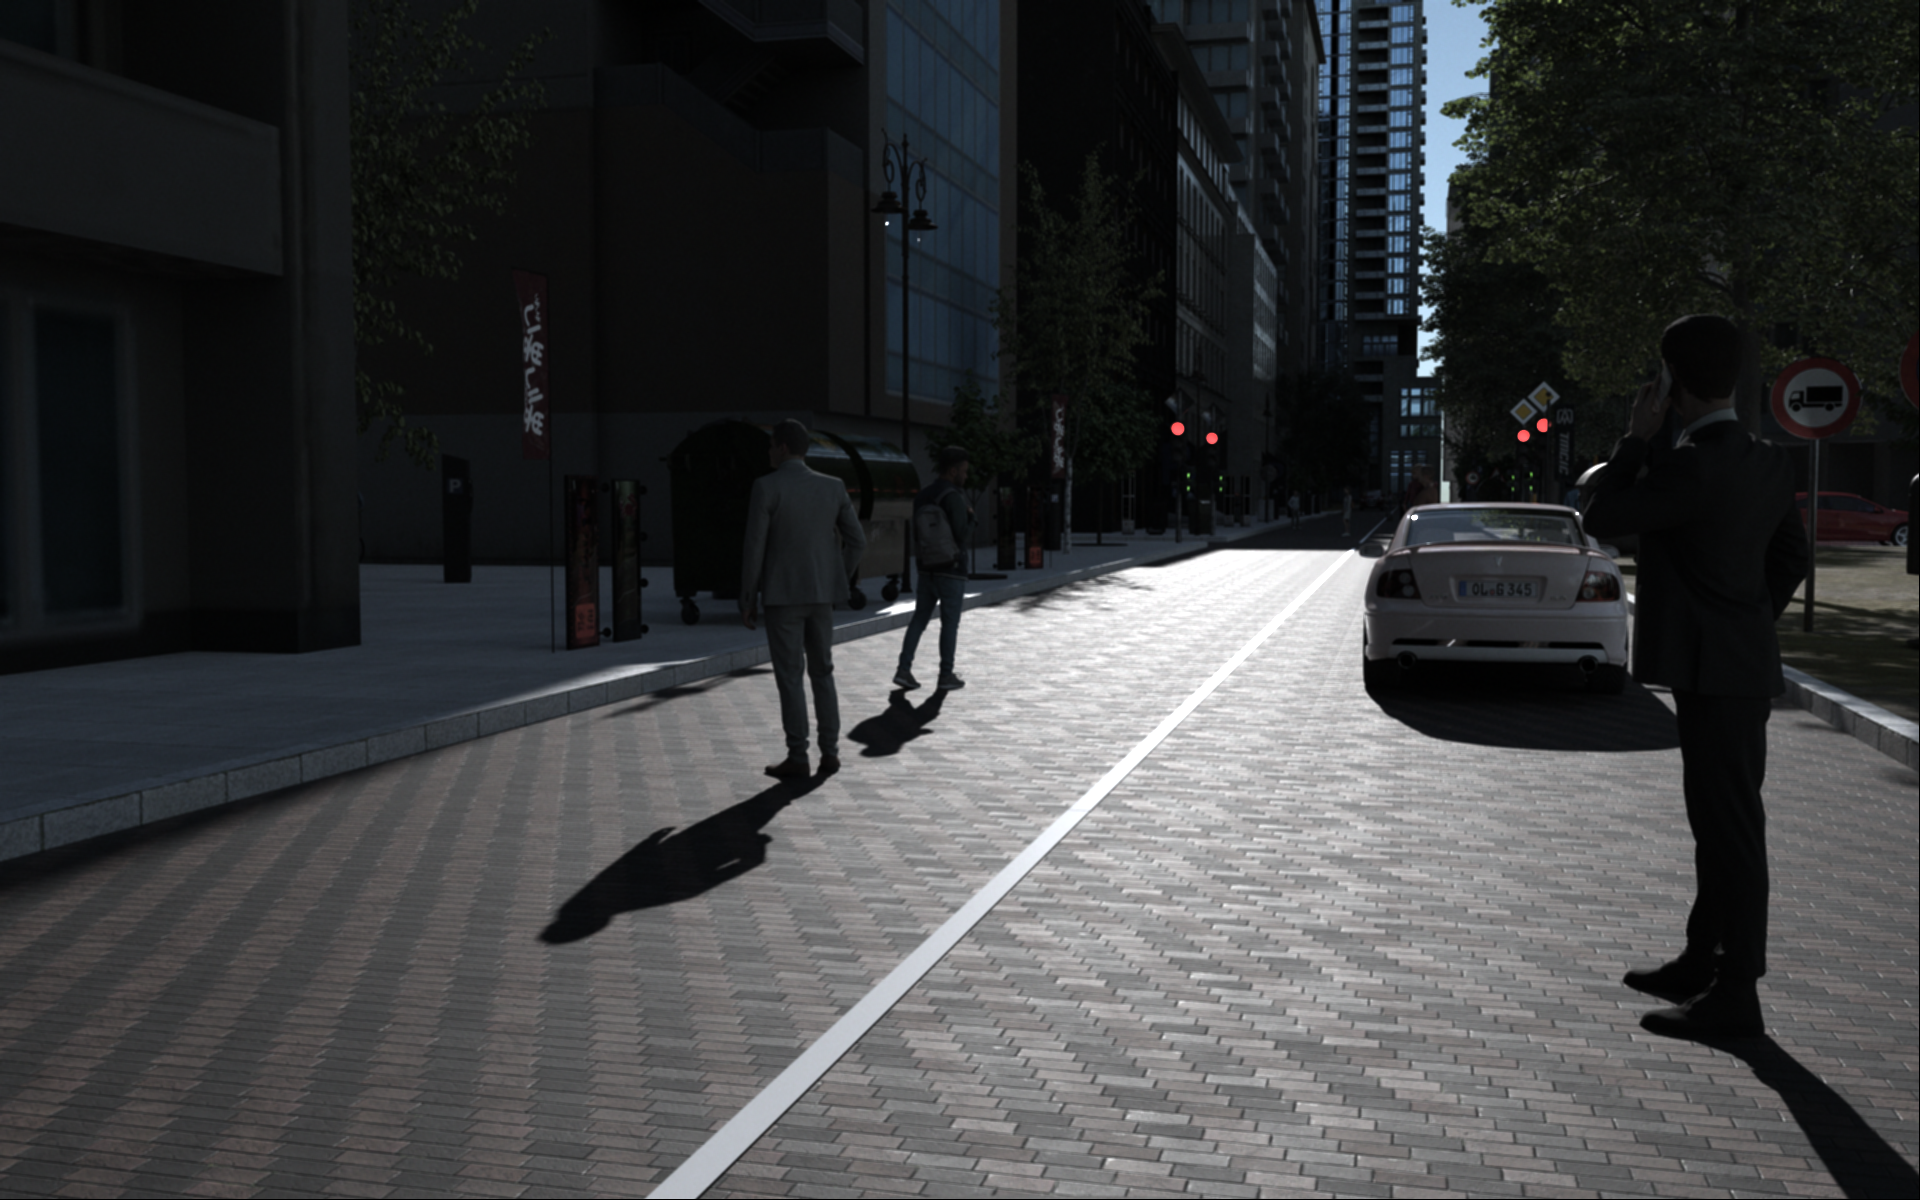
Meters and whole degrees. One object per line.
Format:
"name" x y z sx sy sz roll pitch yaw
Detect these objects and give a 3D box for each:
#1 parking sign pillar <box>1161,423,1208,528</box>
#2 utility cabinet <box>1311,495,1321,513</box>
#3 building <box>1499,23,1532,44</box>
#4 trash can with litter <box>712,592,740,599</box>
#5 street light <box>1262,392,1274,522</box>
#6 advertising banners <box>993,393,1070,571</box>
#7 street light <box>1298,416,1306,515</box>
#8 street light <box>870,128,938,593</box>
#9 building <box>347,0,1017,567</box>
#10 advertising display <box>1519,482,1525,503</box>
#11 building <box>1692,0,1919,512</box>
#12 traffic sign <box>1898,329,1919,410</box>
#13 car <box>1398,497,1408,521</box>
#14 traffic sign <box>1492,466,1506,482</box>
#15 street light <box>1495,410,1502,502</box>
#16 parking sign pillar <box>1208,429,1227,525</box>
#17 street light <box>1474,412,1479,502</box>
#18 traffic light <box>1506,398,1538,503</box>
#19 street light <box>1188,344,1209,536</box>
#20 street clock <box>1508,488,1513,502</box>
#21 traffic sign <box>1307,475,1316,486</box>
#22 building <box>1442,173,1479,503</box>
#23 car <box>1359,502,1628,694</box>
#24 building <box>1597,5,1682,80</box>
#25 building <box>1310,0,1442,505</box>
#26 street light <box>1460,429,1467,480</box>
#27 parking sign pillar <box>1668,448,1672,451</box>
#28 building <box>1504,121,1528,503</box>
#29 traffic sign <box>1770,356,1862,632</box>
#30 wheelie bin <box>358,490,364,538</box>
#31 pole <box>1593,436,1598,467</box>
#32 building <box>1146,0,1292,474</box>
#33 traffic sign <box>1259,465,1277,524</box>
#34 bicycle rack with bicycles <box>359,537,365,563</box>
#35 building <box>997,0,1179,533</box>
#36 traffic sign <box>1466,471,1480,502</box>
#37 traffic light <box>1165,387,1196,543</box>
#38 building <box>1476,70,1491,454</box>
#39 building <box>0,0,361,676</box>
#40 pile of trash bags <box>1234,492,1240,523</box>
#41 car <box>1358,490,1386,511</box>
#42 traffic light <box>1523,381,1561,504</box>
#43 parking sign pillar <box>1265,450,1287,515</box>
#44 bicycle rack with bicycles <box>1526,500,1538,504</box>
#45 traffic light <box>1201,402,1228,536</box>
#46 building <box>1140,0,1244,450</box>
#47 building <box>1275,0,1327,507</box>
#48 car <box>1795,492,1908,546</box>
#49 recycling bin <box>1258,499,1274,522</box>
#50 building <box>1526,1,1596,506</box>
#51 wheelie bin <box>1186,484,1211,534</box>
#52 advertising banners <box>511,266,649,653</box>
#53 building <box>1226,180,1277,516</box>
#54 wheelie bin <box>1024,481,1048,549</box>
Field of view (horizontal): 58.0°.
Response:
"parking sign pillar" 8.254 -4.705 65.394 1.447 3.967 1.447 3 5 39
"utility cabinet" 23.548 -6.380 115.479 1.020 1.237 0.306 1 4 14
"building" 52.863 -28.379 147.583 14.154 41.232 14.086 1 4 15
"trash can with litter" -2.886 -0.614 21.424 0.624 1.170 1.055 0 4 -6
"street light" 13.873 -6.451 78.268 0.468 5.910 1.993 1 4 15
"advertising banners" 1.248 -2.044 29.613 0.090 3.025 2.074 3 5 40
"street light" 20.287 -7.954 102.838 0.468 5.910 1.993 1 4 15
"street light" -0.702 -3.033 22.373 0.468 5.910 1.993 1 4 15
"building" -7.213 -23.654 36.858 14.200 45.320 14.600 1 4 15
"advertising display" 26.294 -4.640 81.080 0.123 1.923 0.974 2 4 28
"building" 39.345 -22.579 61.045 23.993 40.220 32.217 1 4 15
"traffic sign" 7.056 -0.745 12.287 0.768 2.556 0.104 1 4 21
"car" 24.968 -5.189 94.634 2.009 1.686 4.222 1 4 16
"traffic sign" 24.936 -4.927 80.567 0.884 2.594 0.081 1 4 16
"street light" 22.628 -6.099 72.509 0.468 5.910 1.993 1 4 15
"parking sign pillar" 10.371 -5.089 71.683 1.447 3.967 1.447 0 4 -4
"street light" 29.278 -7.656 97.971 0.468 5.910 1.993 1 4 15
"traffic light" 16.494 -3.788 50.860 0.839 4.253 0.868 1 4 15
"street light" 7.349 -4.935 53.472 0.468 5.910 1.993 1 4 15
"street clock" 30.622 -5.622 96.486 0.358 2.002 0.471 1 4 9
"traffic sign" 23.255 -7.048 115.236 0.884 2.594 0.081 1 4 23
"building" 66.663 -32.327 212.142 14.086 41.232 14.154 1 4 15
"car" 4.265 -0.100 13.993 2.083 1.381 4.827 1 4 15
"building" 39.774 -19.402 88.920 14.160 30.474 14.107 1 4 15
"building" 45.710 -55.535 220.668 31.000 86.520 22.319 1 4 15
"street light" 35.806 -9.195 123.133 0.468 5.910 1.993 1 4 15
"parking sign pillar" 34.158 -5.767 82.767 1.447 3.967 1.447 -3 5 -44
"building" 49.536 -22.161 134.040 14.160 30.474 14.107 1 4 15
"traffic sign" 7.918 -0.977 16.084 0.768 2.556 0.104 1 4 21
"wheelie bin" -8.377 -0.929 23.089 0.693 1.594 0.980 2 4 33
"pole" 22.467 -4.124 61.267 0.158 3.312 0.155 0 3 0
"building" 15.514 -32.062 143.817 23.786 49.044 30.456 1 4 15
"traffic sign" 13.340 -4.584 75.048 0.768 2.556 0.104 1 4 17
"bicycle rack with bicycles" -11.707 -1.004 29.804 2.925 0.926 2.852 -3 5 -40
"building" 1.013 -14.411 65.297 12.332 23.373 15.834 1 4 15
"traffic sign" 27.917 -5.761 94.294 0.768 2.556 0.104 1 4 16
"traffic light" 5.755 -3.453 45.381 0.839 4.253 0.868 1 4 15
"building" 56.209 -29.214 161.241 14.154 41.232 14.086 1 4 15
"building" -18.038 -23.368 5.762 21.300 48.544 21.600 1 4 15
"pile of trash bags" 12.292 -4.220 78.744 1.912 1.369 3.447 1 4 17
"car" 35.579 -8.617 149.552 2.281 1.827 5.304 1 4 14
"traffic light" 14.480 -3.316 43.132 0.839 4.253 0.868 1 4 15
"parking sign pillar" 19.248 -7.166 105.632 1.447 3.967 1.447 1 4 18
"bicycle rack with bicycles" 33.031 -5.235 98.973 2.925 0.926 2.852 -1 4 -21
"traffic light" 7.769 -3.926 53.109 0.839 4.253 0.868 1 4 15
"building" 4.914 -15.613 88.552 16.112 22.955 30.059 1 4 15
"building" 24.376 -36.508 186.150 27.495 52.752 28.713 1 4 15
"car" 23.254 -2.232 45.526 4.494 1.783 2.155 1 4 16
"recycling bin" 14.325 -4.193 81.105 0.722 1.027 0.722 1 4 12
"building" 43.914 -28.142 110.240 14.600 45.320 14.200 1 4 15
"wheelie bin" 7.645 -2.903 55.371 0.980 1.594 0.693 -2 4 -31
"advertising banners" -3.130 -1.113 14.378 0.090 3.025 2.074 1 4 18
"building" 14.318 -15.669 110.945 10.420 20.320 16.860 1 4 15
"wheelie bin" 1.887 -1.996 40.543 0.693 1.594 0.980 1 4 14
